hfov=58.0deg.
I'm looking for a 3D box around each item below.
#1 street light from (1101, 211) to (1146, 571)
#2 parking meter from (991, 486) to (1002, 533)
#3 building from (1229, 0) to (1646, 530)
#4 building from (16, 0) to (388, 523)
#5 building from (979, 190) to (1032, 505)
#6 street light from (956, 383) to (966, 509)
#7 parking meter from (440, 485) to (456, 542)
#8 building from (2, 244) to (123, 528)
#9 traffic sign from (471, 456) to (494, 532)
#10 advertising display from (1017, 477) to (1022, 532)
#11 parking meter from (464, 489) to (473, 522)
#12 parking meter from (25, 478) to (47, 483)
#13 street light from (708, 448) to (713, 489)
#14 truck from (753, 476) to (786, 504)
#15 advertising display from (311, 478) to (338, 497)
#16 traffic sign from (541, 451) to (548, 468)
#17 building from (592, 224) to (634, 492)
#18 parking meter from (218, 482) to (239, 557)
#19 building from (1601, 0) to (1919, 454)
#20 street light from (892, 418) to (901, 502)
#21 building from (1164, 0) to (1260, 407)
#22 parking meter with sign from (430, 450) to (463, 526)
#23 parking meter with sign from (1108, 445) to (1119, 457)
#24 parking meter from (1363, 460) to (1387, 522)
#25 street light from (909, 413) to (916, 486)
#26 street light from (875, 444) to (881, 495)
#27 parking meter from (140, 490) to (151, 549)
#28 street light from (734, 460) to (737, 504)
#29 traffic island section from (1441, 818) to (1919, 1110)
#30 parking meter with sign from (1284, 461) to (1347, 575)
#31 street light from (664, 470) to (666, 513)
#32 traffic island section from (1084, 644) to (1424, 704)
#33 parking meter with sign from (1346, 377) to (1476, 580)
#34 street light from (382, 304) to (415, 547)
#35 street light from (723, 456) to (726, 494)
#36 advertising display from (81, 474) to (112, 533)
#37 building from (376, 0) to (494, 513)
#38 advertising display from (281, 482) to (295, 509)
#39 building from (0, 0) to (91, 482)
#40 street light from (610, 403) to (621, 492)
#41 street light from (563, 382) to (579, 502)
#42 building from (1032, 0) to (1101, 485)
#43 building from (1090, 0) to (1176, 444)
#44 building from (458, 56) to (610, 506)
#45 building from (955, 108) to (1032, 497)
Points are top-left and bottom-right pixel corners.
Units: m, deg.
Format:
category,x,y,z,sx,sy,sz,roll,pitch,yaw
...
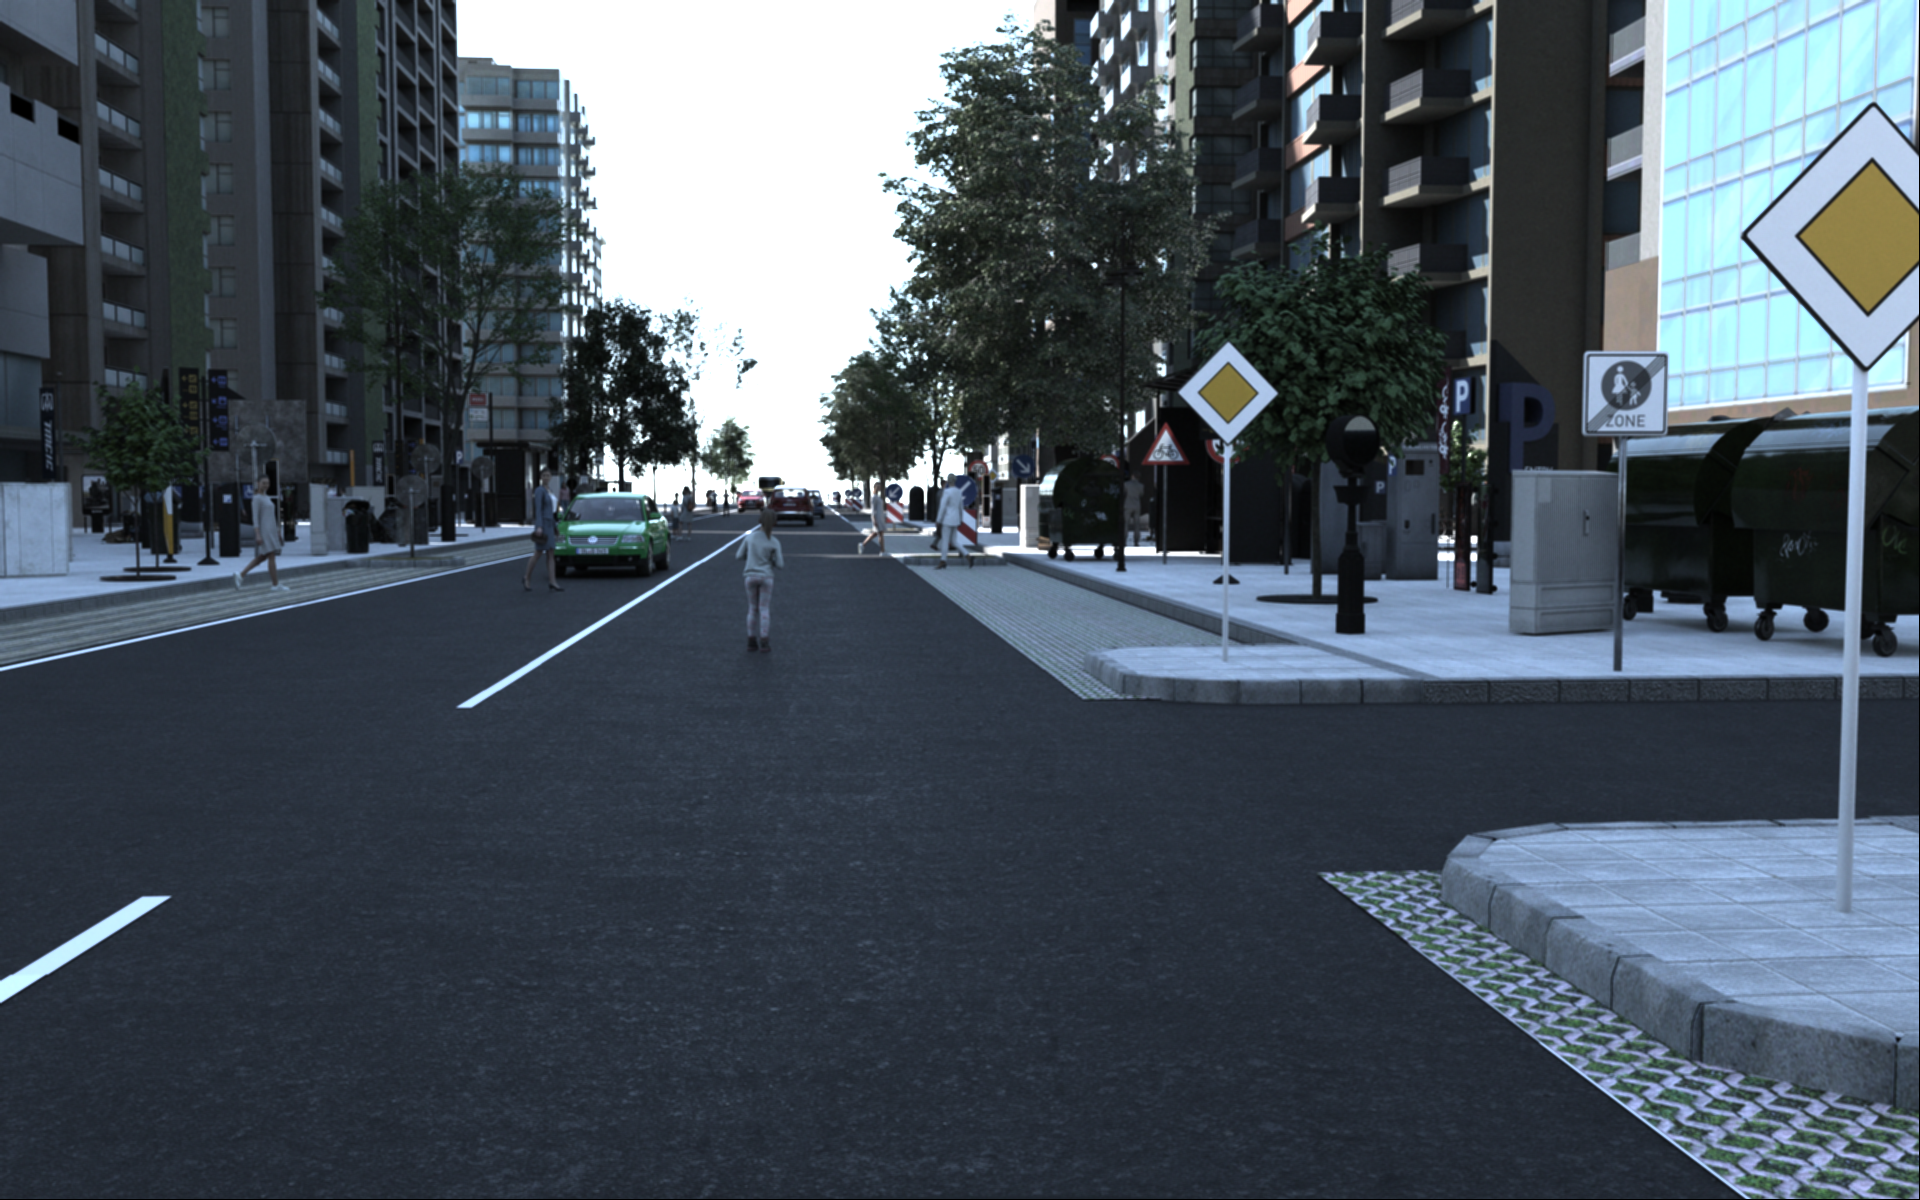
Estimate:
category,x,y,z,sx,sy,sz,roll,pitch,yaw
street light,2.681,-3.414,28.606,0.468,5.910,1.993,0,4,-5
parking meter,1.201,-2.950,56.641,0.372,1.533,0.369,0,3,0
building,23.515,-25.491,71.397,22.147,44.769,28.867,0,4,-5
building,-39.437,-24.957,91.644,14.154,41.232,14.086,0,4,-5
building,17.508,-31.657,209.474,32.217,40.220,23.993,0,4,-5
street light,0.151,-5.226,58.235,0.468,5.910,1.993,0,4,-5
parking meter,-13.871,-2.356,46.927,0.372,1.533,0.369,0,3,0
building,-39.046,-23.486,67.589,14.154,41.232,14.086,0,4,-5
traffic sign,-16.051,-3.557,58.264,0.768,2.556,0.104,0,4,-3
advertising display,2.070,-3.275,58.757,0.123,1.923,0.974,1,4,11
parking meter,-22.649,-4.369,79.850,0.372,1.533,0.369,0,3,0
parking meter,-14.712,-1.179,27.688,0.372,1.533,0.369,0,3,0
street light,-24.690,-12.146,171.381,0.468,5.910,1.993,0,4,-5
truck,-20.513,-11.709,187.372,3.469,3.379,9.791,0,4,-4
advertising display,-25.120,-3.871,68.501,0.974,1.923,0.123,-2,4,-27
traffic sign,-20.398,-5.365,81.583,2.265,3.308,0.079,0,4,1
building,-59.301,-32.553,224.124,32.217,40.220,23.993,0,4,-5
parking meter,-14.911,-1.645,35.309,0.372,1.533,0.369,0,3,0
building,23.438,-23.549,35.142,14.200,45.320,14.600,0,4,-5
street light,-3.861,-8.126,105.641,0.468,5.910,1.993,0,4,-5
building,18.671,-19.993,98.591,14.160,30.474,14.107,0,4,-5
parking meter with sign,-20.835,-4.479,69.488,1.738,3.016,0.543,1,4,16
parking meter with sign,4.612,-3.644,55.836,0.543,3.016,1.738,-2,4,-25
parking meter,7.136,-1.468,29.708,0.399,1.863,0.255,-1,4,-22
street light,-2.305,-7.016,87.501,0.468,5.910,1.993,0,4,-5
street light,-6.386,-9.912,134.842,0.468,5.910,1.993,0,4,-5
parking meter,-19.147,-1.988,40.920,0.372,1.533,0.369,0,3,0
street light,-29.793,-15.740,230.132,0.468,5.910,1.993,0,4,-5
traffic island section,2.761,1.038,5.316,2.009,0.180,2.903,0,4,-5
parking meter with sign,6.028,-1.923,27.700,1.738,3.016,0.543,-1,4,-9
street light,-20.069,-8.866,117.745,0.468,5.910,1.993,0,4,-5
traffic island section,2.076,0.551,13.272,2.009,0.180,2.903,0,4,-5
parking meter with sign,6.756,-1.813,25.902,1.738,3.016,0.543,-1,4,-10
street light,-13.658,-4.248,42.236,0.468,5.910,1.993,0,4,-5
street light,-27.277,-13.932,200.577,0.468,5.910,1.993,0,4,-5
advertising display,-28.420,-3.170,57.043,0.974,1.923,0.123,0,4,5
building,-46.300,-42.210,128.382,20.563,71.187,20.611,0,4,-5
advertising display,-31.569,-4.644,81.146,0.123,1.923,0.974,2,4,26
building,-38.406,-27.475,38.450,28.713,52.752,27.495,0,4,-5
street light,-17.624,-7.079,88.536,0.468,5.910,1.993,0,4,-5
street light,-16.106,-6.056,71.810,0.468,5.910,1.993,0,4,-5
building,13.733,-30.215,144.133,14.600,45.320,14.200,0,4,-5
building,21.384,-30.700,121.555,23.786,49.044,30.456,0,4,-5
building,-53.099,-35.320,197.084,23.786,49.044,30.456,0,4,-5
building,13.766,-39.469,234.560,28.713,52.752,27.495,0,4,-5
